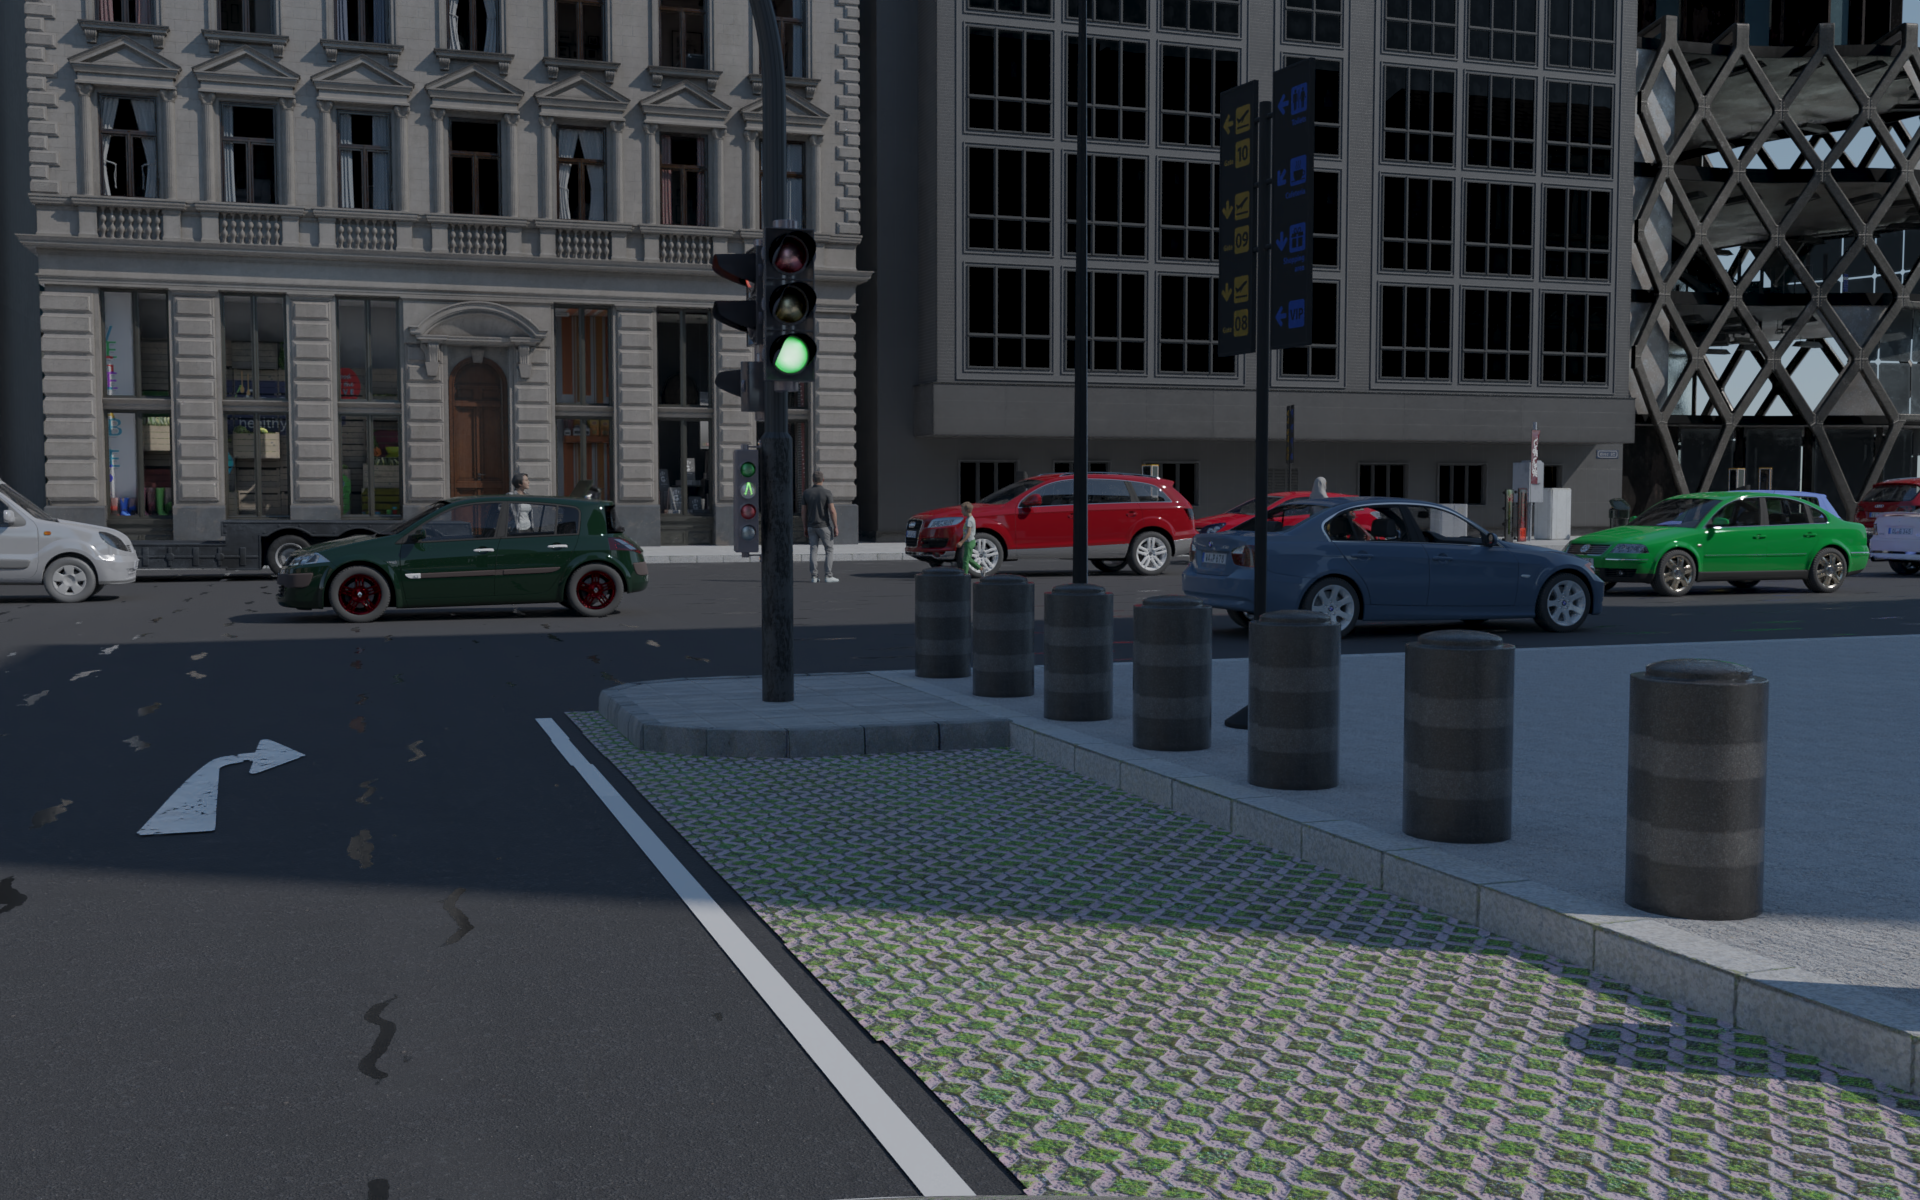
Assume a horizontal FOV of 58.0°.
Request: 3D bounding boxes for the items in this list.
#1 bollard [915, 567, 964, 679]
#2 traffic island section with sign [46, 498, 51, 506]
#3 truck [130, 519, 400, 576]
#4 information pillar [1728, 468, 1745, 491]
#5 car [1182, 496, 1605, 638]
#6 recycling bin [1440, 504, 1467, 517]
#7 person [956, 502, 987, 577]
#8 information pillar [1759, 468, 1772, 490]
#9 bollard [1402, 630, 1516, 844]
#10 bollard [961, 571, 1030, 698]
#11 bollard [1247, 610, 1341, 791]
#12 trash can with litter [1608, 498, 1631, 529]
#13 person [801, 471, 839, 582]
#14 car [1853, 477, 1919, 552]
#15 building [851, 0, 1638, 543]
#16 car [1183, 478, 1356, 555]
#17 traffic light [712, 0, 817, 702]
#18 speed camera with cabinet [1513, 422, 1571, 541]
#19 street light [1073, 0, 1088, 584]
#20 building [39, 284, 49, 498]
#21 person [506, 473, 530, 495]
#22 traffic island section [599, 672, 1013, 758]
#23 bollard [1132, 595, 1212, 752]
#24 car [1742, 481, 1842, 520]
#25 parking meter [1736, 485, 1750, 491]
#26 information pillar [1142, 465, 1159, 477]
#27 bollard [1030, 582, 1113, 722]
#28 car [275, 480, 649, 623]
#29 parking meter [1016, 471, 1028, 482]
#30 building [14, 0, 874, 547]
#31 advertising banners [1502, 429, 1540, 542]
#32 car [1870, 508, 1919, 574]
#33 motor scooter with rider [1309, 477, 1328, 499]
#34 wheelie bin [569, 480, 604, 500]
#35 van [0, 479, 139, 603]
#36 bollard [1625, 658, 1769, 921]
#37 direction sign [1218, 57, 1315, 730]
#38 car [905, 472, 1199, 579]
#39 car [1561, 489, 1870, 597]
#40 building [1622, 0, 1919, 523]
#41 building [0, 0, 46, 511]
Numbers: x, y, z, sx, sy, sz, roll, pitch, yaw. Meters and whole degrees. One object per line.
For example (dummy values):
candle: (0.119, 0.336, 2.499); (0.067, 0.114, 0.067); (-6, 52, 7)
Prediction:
bollard: (-0.120, 0.153, 12.211); (0.404, 0.777, 0.398); (0, 3, 0)
traffic island section with sign: (-61.404, -6.626, 116.963); (1.989, 1.847, 2.006); (-1, 4, -19)
truck: (-17.530, -2.302, 27.404); (18.799, 4.110, 2.967); (-1, 4, -20)
information pillar: (22.182, -2.753, 49.504); (0.304, 2.012, 0.304); (-2, 4, -25)
car: (4.575, -0.378, 18.182); (4.499, 1.417, 2.014); (-1, 4, -19)
recycling bin: (12.433, -1.928, 44.077); (0.722, 1.027, 0.722); (0, 4, -6)
person: (0.184, -0.971, 28.619); (0.590, 1.304, 0.306); (-2, 4, -24)
information pillar: (22.534, -2.692, 48.504); (0.304, 2.012, 0.304); (2, 4, 30)
bollard: (1.877, 0.501, 6.521); (0.404, 0.777, 0.398); (0, 3, 0)
bollard: (0.278, 0.223, 11.077); (0.404, 0.777, 0.398); (0, 3, 0)
bollard: (1.478, 0.431, 7.665); (0.404, 0.777, 0.398); (0, 3, 0)
trash can with litter: (18.399, -2.237, 47.964); (0.624, 1.170, 1.055); (0, 4, -3)
person: (-2.270, -1.201, 28.257); (0.598, 1.807, 0.434); (2, 4, 25)
car: (22.987, -1.894, 39.644); (5.304, 1.827, 2.281); (-1, 4, -19)
building: (7.261, -15.906, 53.567); (24.014, 27.812, 14.314); (-1, 4, -19)
car: (6.680, -1.662, 36.210); (4.494, 1.783, 2.155); (-1, 4, -18)
traffic light: (-3.109, -2.151, 9.833); (4.771, 5.953, 1.251); (-1, 4, -19)
speed camera with cabinet: (16.216, -3.297, 48.243); (2.038, 3.252, 0.660); (-3, 4, -38)
street light: (0.282, -2.362, 11.155); (1.470, 5.913, 1.316); (-1, 4, -19)
building: (-106.332, -34.378, 185.785); (21.600, 48.544, 21.300); (-1, 4, -19)
person: (-6.425, -0.975, 25.161); (0.376, 1.734, 0.841); (2, 4, 28)
traffic island section: (-1.122, 0.703, 10.788); (2.009, 0.180, 2.903); (-1, 4, -19)
bollard: (1.078, 0.362, 8.799); (0.404, 0.777, 0.398); (0, 3, 0)
car: (13.397, -1.234, 29.769); (3.694, 1.707, 1.945); (-1, 4, -18)
parking meter: (21.863, -2.446, 48.398); (0.372, 1.533, 0.369); (0, 3, 0)
information pillar: (4.766, -2.384, 43.463); (0.304, 2.012, 0.304); (3, 5, 41)
bollard: (0.679, 0.293, 9.934); (0.404, 0.777, 0.398); (0, 3, 0)
car: (-5.801, -0.647, 20.369); (4.222, 1.686, 2.009); (-1, 4, -20)
parking meter: (1.587, -2.373, 44.505); (0.255, 1.863, 0.399); (1, 4, 13)
building: (-12.884, -13.203, 44.745); (19.941, 23.489, 11.050); (-1, 4, -19)
advertising banners: (15.068, -3.073, 46.426); (0.090, 3.025, 2.074); (3, 5, 44)
car: (18.528, -1.127, 30.783); (4.827, 1.381, 2.083); (-1, 4, -18)
motor scooter with rider: (6.671, -1.338, 30.841); (1.986, 1.779, 0.876); (-1, 4, -20)
wheelie bin: (-8.227, -1.844, 38.064); (0.693, 1.594, 0.980); (-3, 4, -39)
van: (-13.186, -0.977, 22.989); (4.112, 2.044, 2.013); (-1, 4, -21)
bollard: (2.284, 0.571, 5.377); (0.404, 0.777, 0.398); (0, 3, 0)
direction sign: (1.654, -1.069, 9.476); (0.379, 3.537, 0.876); (-2, 4, -23)
car: (1.625, -1.351, 30.767); (5.304, 1.827, 2.281); (-1, 4, -18)
car: (11.008, -1.013, 25.351); (4.718, 1.807, 1.959); (-1, 4, -20)
building: (26.516, -11.885, 61.776); (16.811, 18.784, 16.820); (-1, 4, -19)
building: (-35.036, -14.968, 38.233); (24.014, 27.812, 14.314); (-1, 4, -19)
